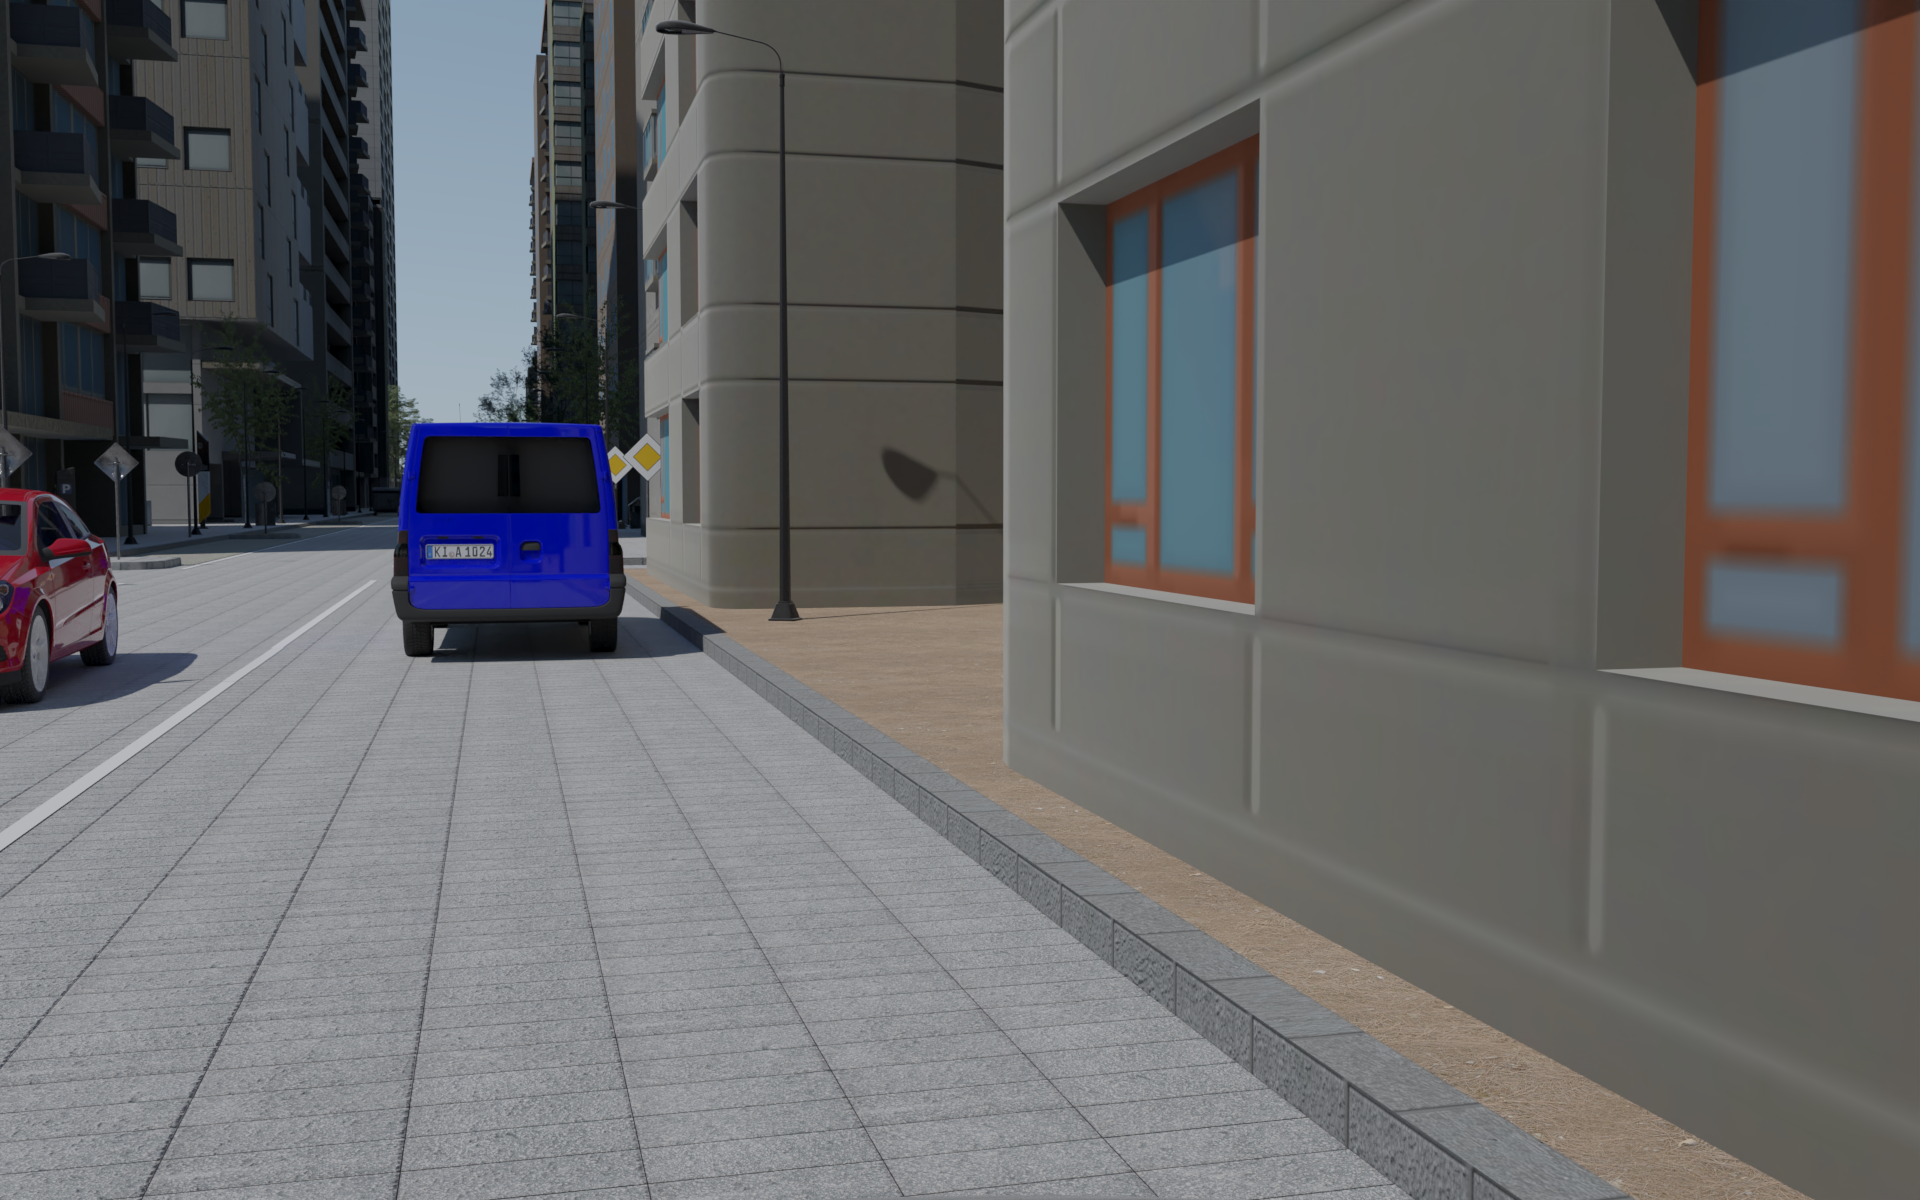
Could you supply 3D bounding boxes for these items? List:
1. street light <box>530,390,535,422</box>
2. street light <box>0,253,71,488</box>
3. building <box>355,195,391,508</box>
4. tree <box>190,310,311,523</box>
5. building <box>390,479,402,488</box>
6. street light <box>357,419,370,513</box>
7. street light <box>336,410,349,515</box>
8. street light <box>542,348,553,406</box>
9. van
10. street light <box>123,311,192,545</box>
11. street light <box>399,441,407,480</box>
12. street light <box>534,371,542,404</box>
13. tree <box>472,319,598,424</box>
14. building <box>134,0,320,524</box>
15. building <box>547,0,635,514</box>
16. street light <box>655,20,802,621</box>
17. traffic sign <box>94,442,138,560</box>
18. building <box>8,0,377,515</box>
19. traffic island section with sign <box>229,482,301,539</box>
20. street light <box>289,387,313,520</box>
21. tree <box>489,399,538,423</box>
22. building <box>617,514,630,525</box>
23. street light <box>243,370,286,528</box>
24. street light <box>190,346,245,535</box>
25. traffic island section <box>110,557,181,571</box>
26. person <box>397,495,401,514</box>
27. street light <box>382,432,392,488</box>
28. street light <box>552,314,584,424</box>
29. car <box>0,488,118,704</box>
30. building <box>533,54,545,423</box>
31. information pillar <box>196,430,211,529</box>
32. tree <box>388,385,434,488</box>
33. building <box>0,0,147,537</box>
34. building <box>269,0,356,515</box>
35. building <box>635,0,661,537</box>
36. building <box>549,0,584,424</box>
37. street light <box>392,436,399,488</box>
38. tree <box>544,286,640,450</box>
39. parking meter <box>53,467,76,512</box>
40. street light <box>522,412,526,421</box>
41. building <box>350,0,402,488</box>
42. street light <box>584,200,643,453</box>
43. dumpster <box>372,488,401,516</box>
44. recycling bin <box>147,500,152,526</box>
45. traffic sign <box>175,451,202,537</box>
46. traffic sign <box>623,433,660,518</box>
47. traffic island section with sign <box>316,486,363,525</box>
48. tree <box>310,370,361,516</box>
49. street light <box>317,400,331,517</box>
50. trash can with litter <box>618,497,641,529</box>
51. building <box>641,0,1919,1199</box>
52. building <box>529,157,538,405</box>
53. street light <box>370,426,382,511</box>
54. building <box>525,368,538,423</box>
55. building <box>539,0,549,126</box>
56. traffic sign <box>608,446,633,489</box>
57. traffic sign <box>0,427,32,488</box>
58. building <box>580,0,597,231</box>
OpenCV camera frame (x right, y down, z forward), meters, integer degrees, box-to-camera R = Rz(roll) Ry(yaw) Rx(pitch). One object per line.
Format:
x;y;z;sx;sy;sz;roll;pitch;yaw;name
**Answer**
-18.214;-6.383;76.904;1.470;5.913;1.316;-1;4;-15;street light
-17.823;-3.722;33.392;1.470;5.913;1.316;-1;4;-15;street light
-60.736;-23.759;160.168;14.160;30.474;14.107;-1;4;-15;building
-28.554;-7.267;69.180;4.737;8.622;4.395;0;3;0;tree
-80.098;-30.712;194.022;32.217;40.220;23.993;-1;4;-15;building
-37.722;-8.270;107.751;1.470;5.913;1.316;-1;4;-15;street light
-34.650;-7.551;96.000;1.470;5.913;1.316;-1;4;-15;street light
-12.447;-5.059;55.259;1.470;5.913;1.316;-1;4;-15;street light
-4.434;-0.778;17.107;2.240;2.365;5.245;-1;4;-14;van
-20.602;-4.375;44.077;1.470;5.913;1.316;-1;4;-15;street light
-49.162;-10.891;150.601;1.470;5.913;1.316;-1;4;-15;street light
-15.235;-5.696;65.678;1.470;5.913;1.316;-1;4;-15;street light
-21.612;-9.621;91.712;8.767;10.594;7.601;-1;4;-14;tree
-45.986;-30.080;81.047;28.713;52.752;27.495;-1;4;-15;building
-24.411;-29.602;134.097;14.600;45.320;14.200;-1;4;-15;building
-2.300;-2.737;17.287;1.470;5.913;1.316;-1;4;-15;street light
-16.416;-1.841;33.739;0.795;2.450;0.064;-1;4;-15;traffic sign
-59.039;-29.564;137.989;22.147;44.769;28.867;-1;4;-15;building
-22.246;-2.867;55.506;1.989;1.847;2.006;-1;4;-15;traffic island section with sign
-28.968;-6.282;75.257;1.470;5.913;1.316;-1;4;-15;street light
-47.223;-16.104;189.060;9.928;11.665;9.643;0;3;0;tree
-9.169;-26.205;78.565;14.600;45.320;14.200;-1;4;-15;building
-26.170;-5.647;64.875;1.470;5.913;1.316;-1;4;-15;street light
-23.515;-5.010;54.454;1.470;5.913;1.316;-1;4;-15;street light
-16.437;-0.704;33.795;2.009;0.180;2.903;-1;4;-15;traffic island section
-29.716;-5.109;92.526;0.515;1.767;0.782;2;4;31;person
-43.284;-9.554;128.744;1.470;5.913;1.316;-1;4;-15;street light
-9.689;-4.423;44.865;1.470;5.913;1.316;-1;4;-15;street light
-7.551;-0.235;12.890;2.155;1.783;4.494;-1;4;-17;car
-35.737;-32.147;175.706;14.600;45.320;14.200;-1;4;-15;building
-27.829;-4.425;63.707;0.504;3.616;0.183;1;4;17;information pillar
-59.112;-16.011;179.902;7.486;12.596;7.792;0;3;0;tree
-33.176;-23.791;43.605;22.147;44.769;28.867;-1;4;-15;building
-51.916;-29.915;112.811;21.300;48.544;21.600;-1;4;-15;building
1.336;-26.129;50.913;21.600;48.544;21.300;-1;4;-15;building
-20.994;-26.665;119.574;14.154;41.232;14.086;-1;4;-15;building
-46.113;-10.188;139.118;1.470;5.913;1.316;-1;4;-15;street light
-13.080;-6.857;62.476;4.737;8.622;4.395;0;3;0;tree
-19.532;-1.962;37.792;0.399;1.863;0.255;-3;4;-39;parking meter
-23.801;-7.653;97.672;1.470;5.913;1.316;-1;4;-15;street light
-85.595;-48.793;236.013;20.563;71.187;20.611;-1;4;-15;building
-5.168;-3.373;27.697;1.470;5.913;1.316;-1;4;-15;street light
-37.656;-6.455;113.757;1.865;1.857;1.264;-1;4;-16;dumpster
-32.730;-3.452;68.989;0.722;1.027;0.722;1;4;17;recycling bin
-22.900;-3.139;51.425;0.768;2.556;0.104;-1;4;-9;traffic sign
-5.130;-1.518;28.454;0.795;2.450;0.064;-1;4;-15;traffic sign
-29.198;-4.460;81.552;1.989;1.847;2.006;-1;4;-15;traffic island section with sign
-37.648;-9.299;102.405;4.737;8.622;4.395;0;3;0;tree
-31.819;-6.916;85.626;1.470;5.913;1.316;-1;4;-15;street light
-12.166;-3.204;63.778;1.055;1.170;0.624;-1;4;-19;trash can with litter
12.044;-10.505;16.790;27.650;21.520;28.899;-1;4;-15;building
-44.023;-34.822;223.956;22.147;44.769;28.867;-1;4;-15;building
-40.505;-8.918;118.356;1.470;5.913;1.316;-1;4;-15;street light
-49.017;-24.962;253.172;27.650;21.520;28.899;-1;4;-15;building
-26.117;-30.659;155.903;22.147;44.769;28.867;-1;4;-15;building
-7.188;-1.989;36.171;0.795;2.450;0.064;-1;4;-15;traffic sign
-14.358;-1.369;26.023;0.795;2.450;0.064;-1;4;-15;traffic sign
-15.646;-20.341;104.284;14.160;30.474;14.107;-1;4;-15;building
